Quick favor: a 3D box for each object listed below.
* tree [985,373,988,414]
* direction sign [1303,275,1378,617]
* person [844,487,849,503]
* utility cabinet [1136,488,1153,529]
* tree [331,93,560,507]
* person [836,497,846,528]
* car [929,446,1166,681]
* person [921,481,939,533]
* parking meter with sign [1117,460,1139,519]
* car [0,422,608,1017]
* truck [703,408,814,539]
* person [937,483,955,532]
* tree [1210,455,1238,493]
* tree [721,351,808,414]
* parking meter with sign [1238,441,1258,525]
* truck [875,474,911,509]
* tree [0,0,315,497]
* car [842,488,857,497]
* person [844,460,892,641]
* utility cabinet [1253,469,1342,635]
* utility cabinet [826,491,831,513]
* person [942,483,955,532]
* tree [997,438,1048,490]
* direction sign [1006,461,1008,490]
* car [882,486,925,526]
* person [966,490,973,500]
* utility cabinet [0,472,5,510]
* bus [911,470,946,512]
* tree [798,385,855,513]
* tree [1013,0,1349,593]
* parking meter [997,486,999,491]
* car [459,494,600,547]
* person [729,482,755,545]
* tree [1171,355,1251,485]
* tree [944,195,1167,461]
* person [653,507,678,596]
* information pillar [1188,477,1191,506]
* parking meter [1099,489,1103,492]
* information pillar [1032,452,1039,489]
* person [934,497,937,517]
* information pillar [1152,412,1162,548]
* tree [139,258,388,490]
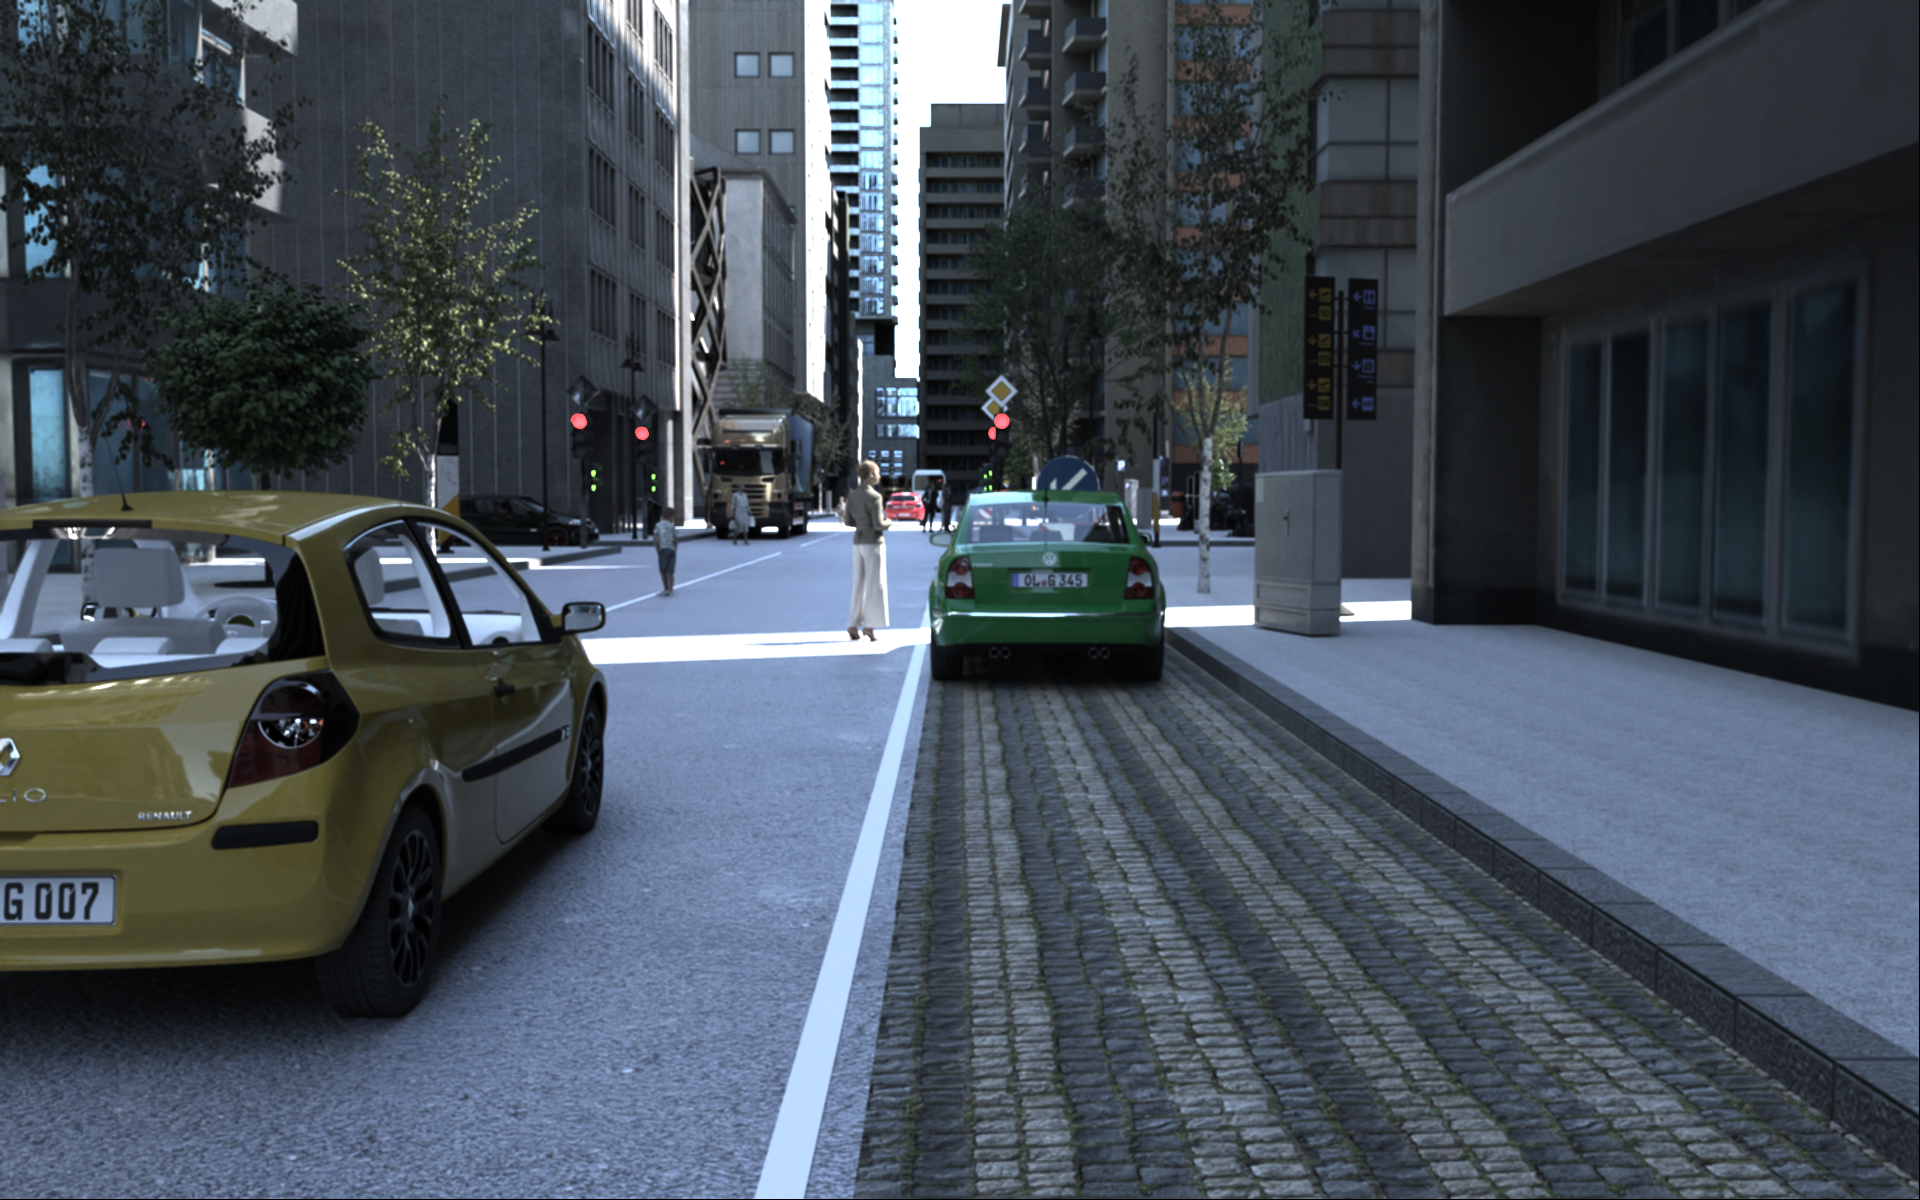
[{"bbox_3d":[3.114,-7.128,66.911,4.360,8.622,3.978,0,3,0],"label":"tree"},{"bbox_3d":[3.986,-1.602,18.189,0.876,3.537,0.379,-1,4,-21],"label":"direction sign"},{"bbox_3d":[-6.703,-5.700,101.677,0.713,1.824,0.794,1,4,21],"label":"person"},{"bbox_3d":[6.794,-3.378,63.908,0.318,1.500,1.173,1,4,21],"label":"utility cabinet"},{"bbox_3d":[-9.968,-5.047,32.875,4.737,8.622,4.395,0,3,0],"label":"tree"},{"bbox_3d":[-5.040,-3.752,74.118,0.475,1.303,0.640,-1,4,-21],"label":"person"},{"bbox_3d":[0.694,-0.356,14.618,1.959,1.807,4.718,0,4,1],"label":"car"},{"bbox_3d":[-1.098,-3.459,64.423,0.648,1.900,0.474,-1,4,-14],"label":"person"},{"bbox_3d":[8.946,-5.739,90.095,0.543,3.016,1.738,3,5,44],"label":"parking meter with sign"},{"bbox_3d":[-2.373,0.249,6.156,2.015,1.641,3.980,0,4,-1],"label":"car"},{"bbox_3d":[-6.650,-4.281,58.911,2.839,4.237,11.283,0,4,0],"label":"truck"},{"bbox_3d":[-0.515,-3.493,65.494,0.818,1.842,0.514,-1,4,-19],"label":"person"},{"bbox_3d":[12.528,-5.501,84.538,1.663,3.219,1.824,0,3,0],"label":"tree"},{"bbox_3d":[-10.339,-8.531,89.836,4.737,8.622,4.395,0,3,0],"label":"tree"},{"bbox_3d":[10.073,-3.726,57.175,1.738,3.016,0.543,1,4,18],"label":"parking meter with sign"},{"bbox_3d":[-6.402,-10.596,169.165,3.469,3.379,9.791,0,4,0],"label":"truck"},{"bbox_3d":[-9.539,-4.214,19.263,4.360,8.622,3.978,0,3,0],"label":"tree"},{"bbox_3d":[-6.298,-6.145,109.137,2.281,1.827,5.304,0,4,-2],"label":"car"},{"bbox_3d":[-0.865,-0.478,16.868,0.362,1.759,0.519,-3,5,-44],"label":"person"},{"bbox_3d":[3.106,-0.451,16.049,0.318,1.500,1.173,-1,4,-16],"label":"utility cabinet"},{"bbox_3d":[-8.779,-6.542,115.641,0.318,1.500,1.173,0,4,-3],"label":"utility cabinet"},{"bbox_3d":[-0.401,-3.424,64.294,0.447,1.846,0.655,1,4,20],"label":"person"},{"bbox_3d":[3.683,-6.605,91.713,4.285,4.588,4.351,0,3,0],"label":"tree"},{"bbox_3d":[3.030,-7.246,110.463,0.379,3.537,0.876,1,4,16],"label":"direction sign"},{"bbox_3d":[-2.494,-4.278,78.982,2.155,1.783,4.494,0,4,-1],"label":"car"},{"bbox_3d":[0.943,-8.370,145.904,0.990,1.755,0.434,-1,4,-16],"label":"person"},{"bbox_3d":[-9.634,-0.496,16.794,0.318,1.500,1.173,-1,4,-10],"label":"utility cabinet"},{"bbox_3d":[-2.512,-8.841,139.411,2.948,3.499,13.247,0,4,-1],"label":"bus"},{"bbox_3d":[-9.200,-10.168,116.602,4.360,8.622,3.978,0,3,0],"label":"tree"},{"bbox_3d":[3.068,-4.410,22.468,4.360,8.622,3.978,0,3,0],"label":"tree"},{"bbox_3d":[2.615,-6.623,113.992,0.399,1.863,0.255,0,4,1],"label":"parking meter"},{"bbox_3d":[-11.463,-2.135,44.698,4.222,1.686,2.009,0,4,-1],"label":"car"},{"bbox_3d":[-6.172,-2.450,48.916,0.694,1.780,0.624,-1,4,-21],"label":"person"},{"bbox_3d":[13.121,-8.567,90.434,4.737,8.622,4.395,0,3,0],"label":"tree"},{"bbox_3d":[3.280,-8.162,59.205,9.928,11.665,9.643,0,3,0],"label":"tree"},{"bbox_3d":[-4.147,-0.684,24.373,0.332,1.250,0.352,1,4,13],"label":"person"},{"bbox_3d":[9.852,-4.211,73.338,0.304,2.012,0.304,-3,5,-44],"label":"information pillar"},{"bbox_3d":[6.798,-4.675,84.852,0.372,1.533,0.369,0,3,0],"label":"parking meter"},{"bbox_3d":[3.728,-5.784,85.930,0.183,3.616,0.504,2,4,35],"label":"information pillar"},{"bbox_3d":[-1.748,-6.058,107.722,0.661,1.801,0.590,3,5,40],"label":"person"},{"bbox_3d":[4.702,-3.061,41.409,0.183,3.616,0.504,1,4,15],"label":"information pillar"},{"bbox_3d":[-9.705,-2.487,24.369,4.285,4.588,4.351,0,3,0],"label":"tree"}]
